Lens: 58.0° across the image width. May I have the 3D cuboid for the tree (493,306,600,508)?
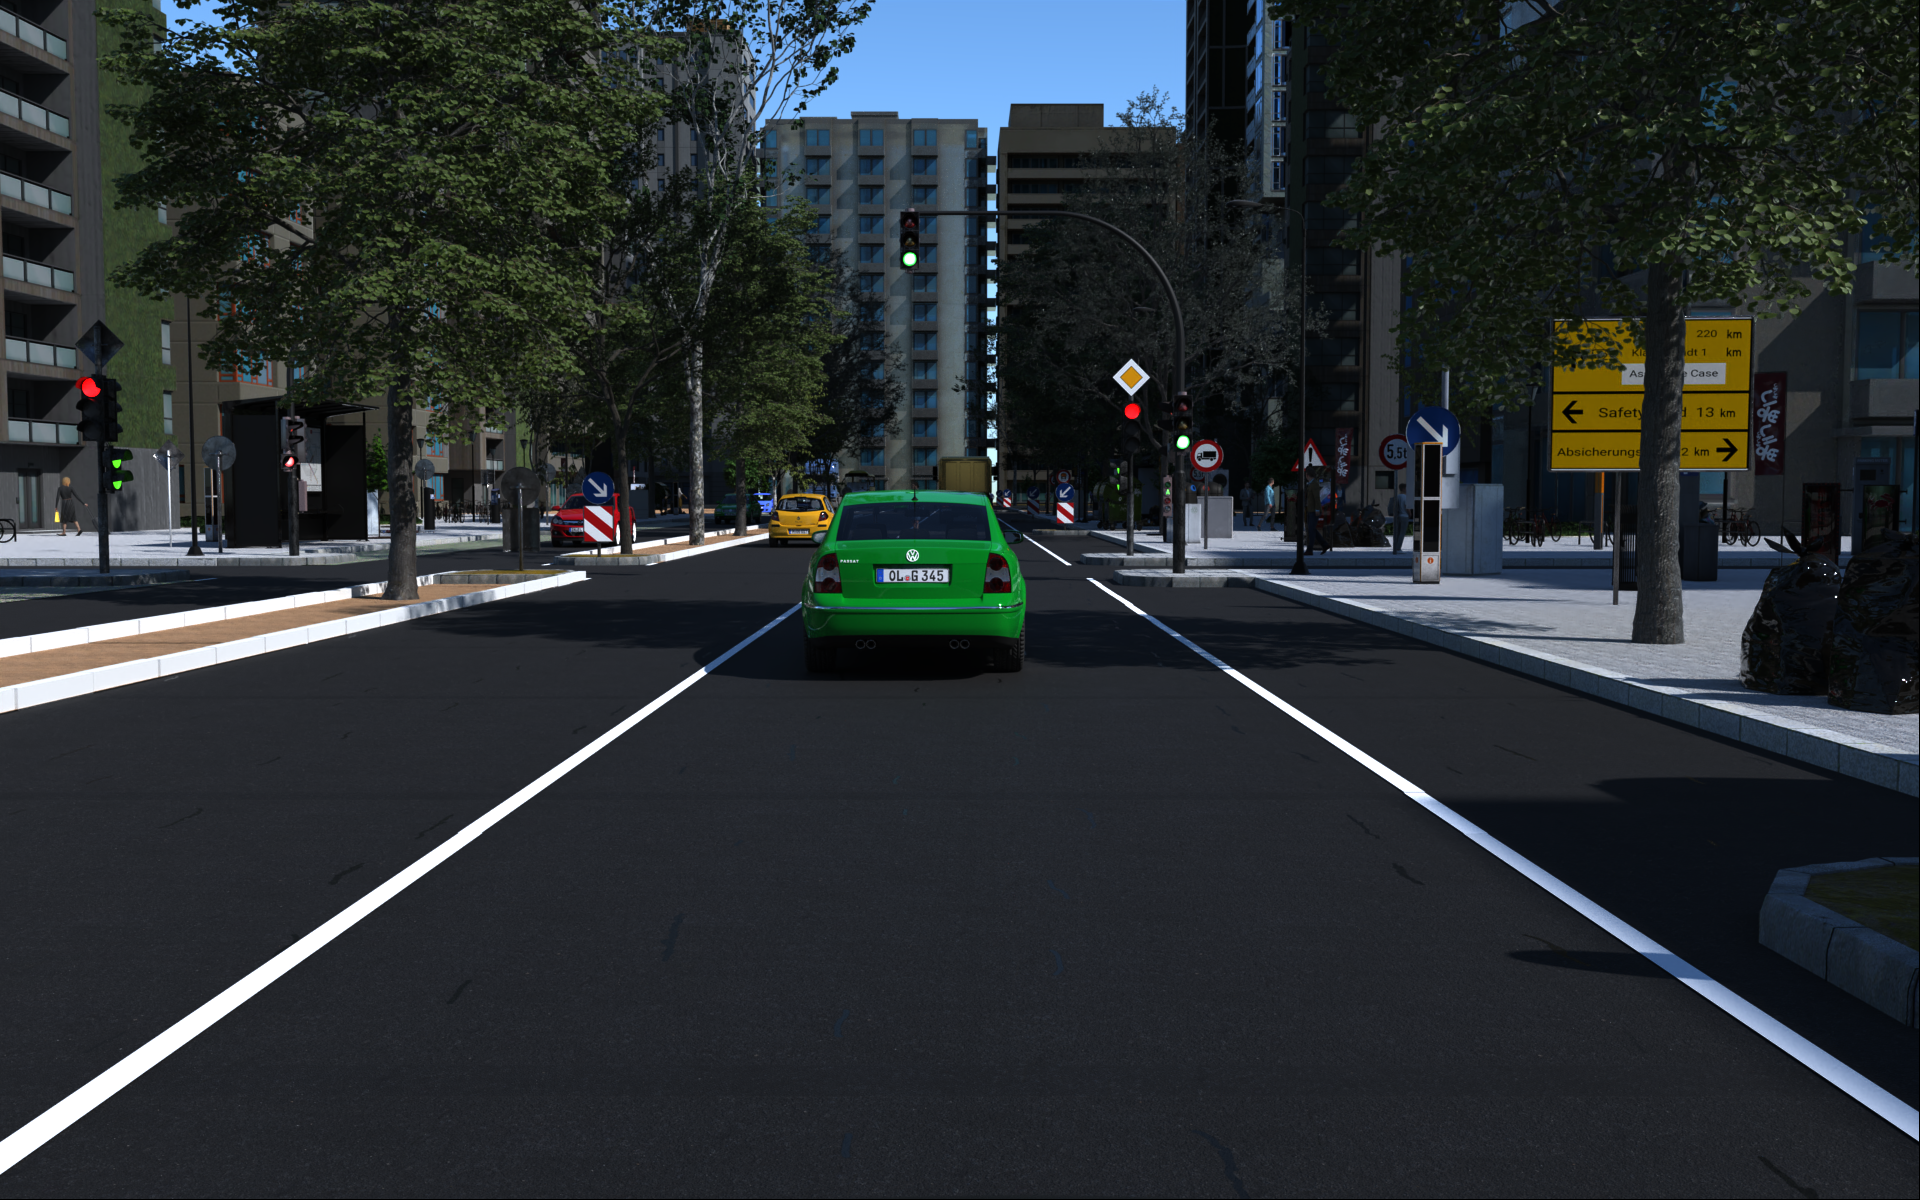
[{"bbox_3d":[-15.632,-6.994,64.709,4.360,8.622,3.978,0,3,0],"label":"tree"}]

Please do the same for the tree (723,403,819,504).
[{"bbox_3d":[-16.283,-14.522,154.449,9.611,12.733,9.660,0,3,0],"label":"tree"}]

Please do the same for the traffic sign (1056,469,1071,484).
[{"bbox_3d":[5.349,-5.466,89.468,0.768,2.556,0.104,0,4,3],"label":"traffic sign"}]

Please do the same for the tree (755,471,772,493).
[{"bbox_3d":[-16.714,-9.377,147.907,1.663,3.219,1.824,0,3,0],"label":"tree"}]

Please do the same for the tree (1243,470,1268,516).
[{"bbox_3d":[17.688,-6.574,102.079,1.663,3.219,1.824,0,3,0],"label":"tree"}]

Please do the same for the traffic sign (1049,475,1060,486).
[{"bbox_3d":[6.003,-6.651,108.847,0.768,2.556,0.104,1,4,9],"label":"traffic sign"}]

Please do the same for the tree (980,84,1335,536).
[{"bbox_3d":[6.193,-8.722,52.977,12.009,13.543,11.850,0,3,0],"label":"tree"}]

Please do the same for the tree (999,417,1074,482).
[{"bbox_3d":[6.951,-13.682,158.117,7.601,10.594,8.767,1,4,19],"label":"tree"}]

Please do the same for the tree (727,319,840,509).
[{"bbox_3d":[-7.048,-6.917,65.917,4.737,8.622,4.395,0,3,0],"label":"tree"}]

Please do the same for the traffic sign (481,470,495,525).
[{"bbox_3d":[-19.665,-4.281,72.125,0.606,2.300,0.079,1,4,8],"label":"traffic sign"}]

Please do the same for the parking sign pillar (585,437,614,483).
[{"bbox_3d":[-17.040,-5.711,81.843,1.447,3.967,1.447,1,4,14],"label":"parking sign pillar"}]

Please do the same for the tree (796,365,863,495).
[{"bbox_3d":[-7.061,-8.370,89.664,4.360,8.622,3.978,0,3,0],"label":"tree"}]

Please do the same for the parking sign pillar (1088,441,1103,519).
[{"bbox_3d":[7.112,-6.132,88.726,1.447,3.967,1.447,1,4,13],"label":"parking sign pillar"}]

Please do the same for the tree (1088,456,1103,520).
[{"bbox_3d":[6.626,-5.497,84.472,1.663,3.219,1.824,0,3,0],"label":"tree"}]

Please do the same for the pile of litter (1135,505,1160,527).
[{"bbox_3d":[7.533,-3.381,69.245,1.176,0.858,1.719,3,5,44],"label":"pile of litter"}]

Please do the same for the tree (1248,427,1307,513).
[{"bbox_3d":[15.589,-6.153,84.318,4.285,4.588,4.351,0,3,0],"label":"tree"}]

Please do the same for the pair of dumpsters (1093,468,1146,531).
[{"bbox_3d":[5.740,-3.665,62.415,1.574,2.255,4.437,0,4,0],"label":"pair of dumpsters"}]

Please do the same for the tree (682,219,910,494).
[{"bbox_3d":[-7.296,-10.001,76.350,12.009,13.543,11.850,0,3,0],"label":"tree"}]

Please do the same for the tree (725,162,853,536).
[{"bbox_3d":[-7.561,-8.462,58.944,7.486,12.596,7.792,0,3,0],"label":"tree"}]

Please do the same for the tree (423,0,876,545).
[{"bbox_3d":[-8.559,-11.635,48.583,12.611,20.169,13.585,0,3,0],"label":"tree"}]

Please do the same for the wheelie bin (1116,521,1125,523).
[{"bbox_3d":[6.950,-4.204,76.646,0.693,1.594,0.980,1,4,15],"label":"wheelie bin"}]

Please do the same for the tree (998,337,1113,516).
[{"bbox_3d":[5.770,-10.830,102.818,9.928,11.665,9.643,0,3,0],"label":"tree"}]

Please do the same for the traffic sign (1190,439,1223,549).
[{"bbox_3d":[5.718,-2.453,40.220,0.768,2.556,0.104,0,4,7],"label":"traffic sign"}]

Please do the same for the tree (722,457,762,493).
[{"bbox_3d":[-16.422,-8.974,130.436,4.285,4.588,4.351,0,3,0],"label":"tree"}]

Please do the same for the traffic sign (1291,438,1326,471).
[{"bbox_3d":[8.150,-2.467,40.340,0.884,2.594,0.081,0,4,7],"label":"traffic sign"}]

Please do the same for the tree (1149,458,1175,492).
[{"bbox_3d":[9.573,-5.111,78.161,1.663,3.219,1.824,0,3,0],"label":"tree"}]

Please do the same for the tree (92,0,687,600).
[{"bbox_3d":[-7.641,-6.291,23.444,7.486,12.596,7.792,0,3,0],"label":"tree"}]

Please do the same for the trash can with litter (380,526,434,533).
[{"bbox_3d":[-18.736,-2.834,57.392,2.233,1.210,1.678,1,4,16],"label":"trash can with litter"}]

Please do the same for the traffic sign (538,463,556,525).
[{"bbox_3d":[-17.041,-4.363,71.445,0.768,2.556,0.104,0,4,2],"label":"traffic sign"}]

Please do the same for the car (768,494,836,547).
[{"bbox_3d":[-4.268,-2.304,47.896,2.015,1.641,3.980,0,4,0],"label":"car"}]

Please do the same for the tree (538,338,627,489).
[{"bbox_3d":[-16.664,-7.735,76.834,4.737,8.622,4.395,0,3,0],"label":"tree"}]

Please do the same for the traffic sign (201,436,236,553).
[{"bbox_3d":[-16.139,-2.301,37.727,0.768,2.556,0.104,0,4,2],"label":"traffic sign"}]

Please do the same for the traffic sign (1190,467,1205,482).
[{"bbox_3d":[10.462,-4.643,76.026,0.768,2.556,0.104,0,4,7],"label":"traffic sign"}]

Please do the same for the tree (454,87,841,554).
[{"bbox_3d":[-7.386,-6.218,38.532,8.767,10.594,7.601,0,3,0],"label":"tree"}]

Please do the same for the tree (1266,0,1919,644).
[{"bbox_3d":[6.205,-5.876,14.207,7.486,12.596,7.792,0,3,0],"label":"tree"}]

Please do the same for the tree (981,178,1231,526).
[{"bbox_3d":[5.878,-9.954,69.408,9.857,13.997,8.962,0,3,0],"label":"tree"}]

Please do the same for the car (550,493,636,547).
[{"bbox_3d":[-10.196,-2.401,48.300,2.155,1.783,4.494,0,4,-1],"label":"car"}]

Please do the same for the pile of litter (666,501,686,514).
[{"bbox_3d":[-18.298,-5.913,110.635,1.719,0.858,1.176,1,4,19],"label":"pile of litter"}]

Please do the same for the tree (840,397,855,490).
[{"bbox_3d":[-7.144,-8.086,85.024,4.737,8.622,4.395,0,3,0],"label":"tree"}]

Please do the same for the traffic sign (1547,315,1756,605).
[{"bbox_3d":[7.913,-1.593,19.918,2.265,3.308,0.079,0,4,6],"label":"traffic sign"}]

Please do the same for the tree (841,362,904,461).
[{"bbox_3d":[-7.303,-9.822,97.462,8.767,10.594,7.601,0,3,0],"label":"tree"}]

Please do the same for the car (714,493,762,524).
[{"bbox_3d":[-10.732,-4.590,83.837,1.959,1.807,4.718,0,4,2],"label":"car"}]

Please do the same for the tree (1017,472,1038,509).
[{"bbox_3d":[5.973,-9.533,150.465,1.663,3.219,1.824,0,3,0],"label":"tree"}]

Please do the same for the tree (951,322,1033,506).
[{"bbox_3d":[5.426,-20.414,189.660,12.611,20.169,13.585,0,3,0],"label":"tree"}]

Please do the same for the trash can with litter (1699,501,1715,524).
[{"bbox_3d":[11.805,-1.049,28.535,1.055,1.170,0.624,0,4,2],"label":"trash can with litter"}]

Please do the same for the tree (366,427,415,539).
[{"bbox_3d":[-16.693,-3.376,49.802,1.663,3.219,1.824,0,3,0],"label":"tree"}]

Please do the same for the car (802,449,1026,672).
[{"bbox_3d":[-0.382,-0.400,15.330,1.959,1.807,4.718,0,4,-1],"label":"car"}]

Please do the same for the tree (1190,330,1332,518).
[{"bbox_3d":[15.556,-9.715,93.254,8.767,10.594,7.601,0,4,6],"label":"tree"}]

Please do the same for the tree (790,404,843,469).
[{"bbox_3d":[-16.077,-15.976,186.964,9.928,11.665,9.643,0,3,0],"label":"tree"}]

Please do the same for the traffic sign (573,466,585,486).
[{"bbox_3d":[-17.649,-4.940,80.773,0.884,2.594,0.081,0,4,7],"label":"traffic sign"}]

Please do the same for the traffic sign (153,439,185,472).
[{"bbox_3d":[-19.009,-2.563,41.638,0.795,2.593,0.064,0,4,5],"label":"traffic sign"}]

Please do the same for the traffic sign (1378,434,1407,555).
[{"bbox_3d":[9.213,-2.233,36.617,0.768,2.556,0.104,0,4,2],"label":"traffic sign"}]

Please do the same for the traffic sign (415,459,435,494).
[{"bbox_3d":[-19.413,-3.835,62.802,0.768,2.556,0.104,1,4,8],"label":"traffic sign"}]

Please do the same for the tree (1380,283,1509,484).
[{"bbox_3d":[16.595,-6.653,59.137,4.737,8.622,4.395,0,3,0],"label":"tree"}]

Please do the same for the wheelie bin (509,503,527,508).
[{"bbox_3d":[-18.838,-4.050,74.122,0.980,1.594,0.693,-1,4,-20],"label":"wheelie bin"}]

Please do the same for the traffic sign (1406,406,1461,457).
[{"bbox_3d":[6.833,-1.528,25.086,0.768,2.556,0.104,1,4,10],"label":"traffic sign"}]
